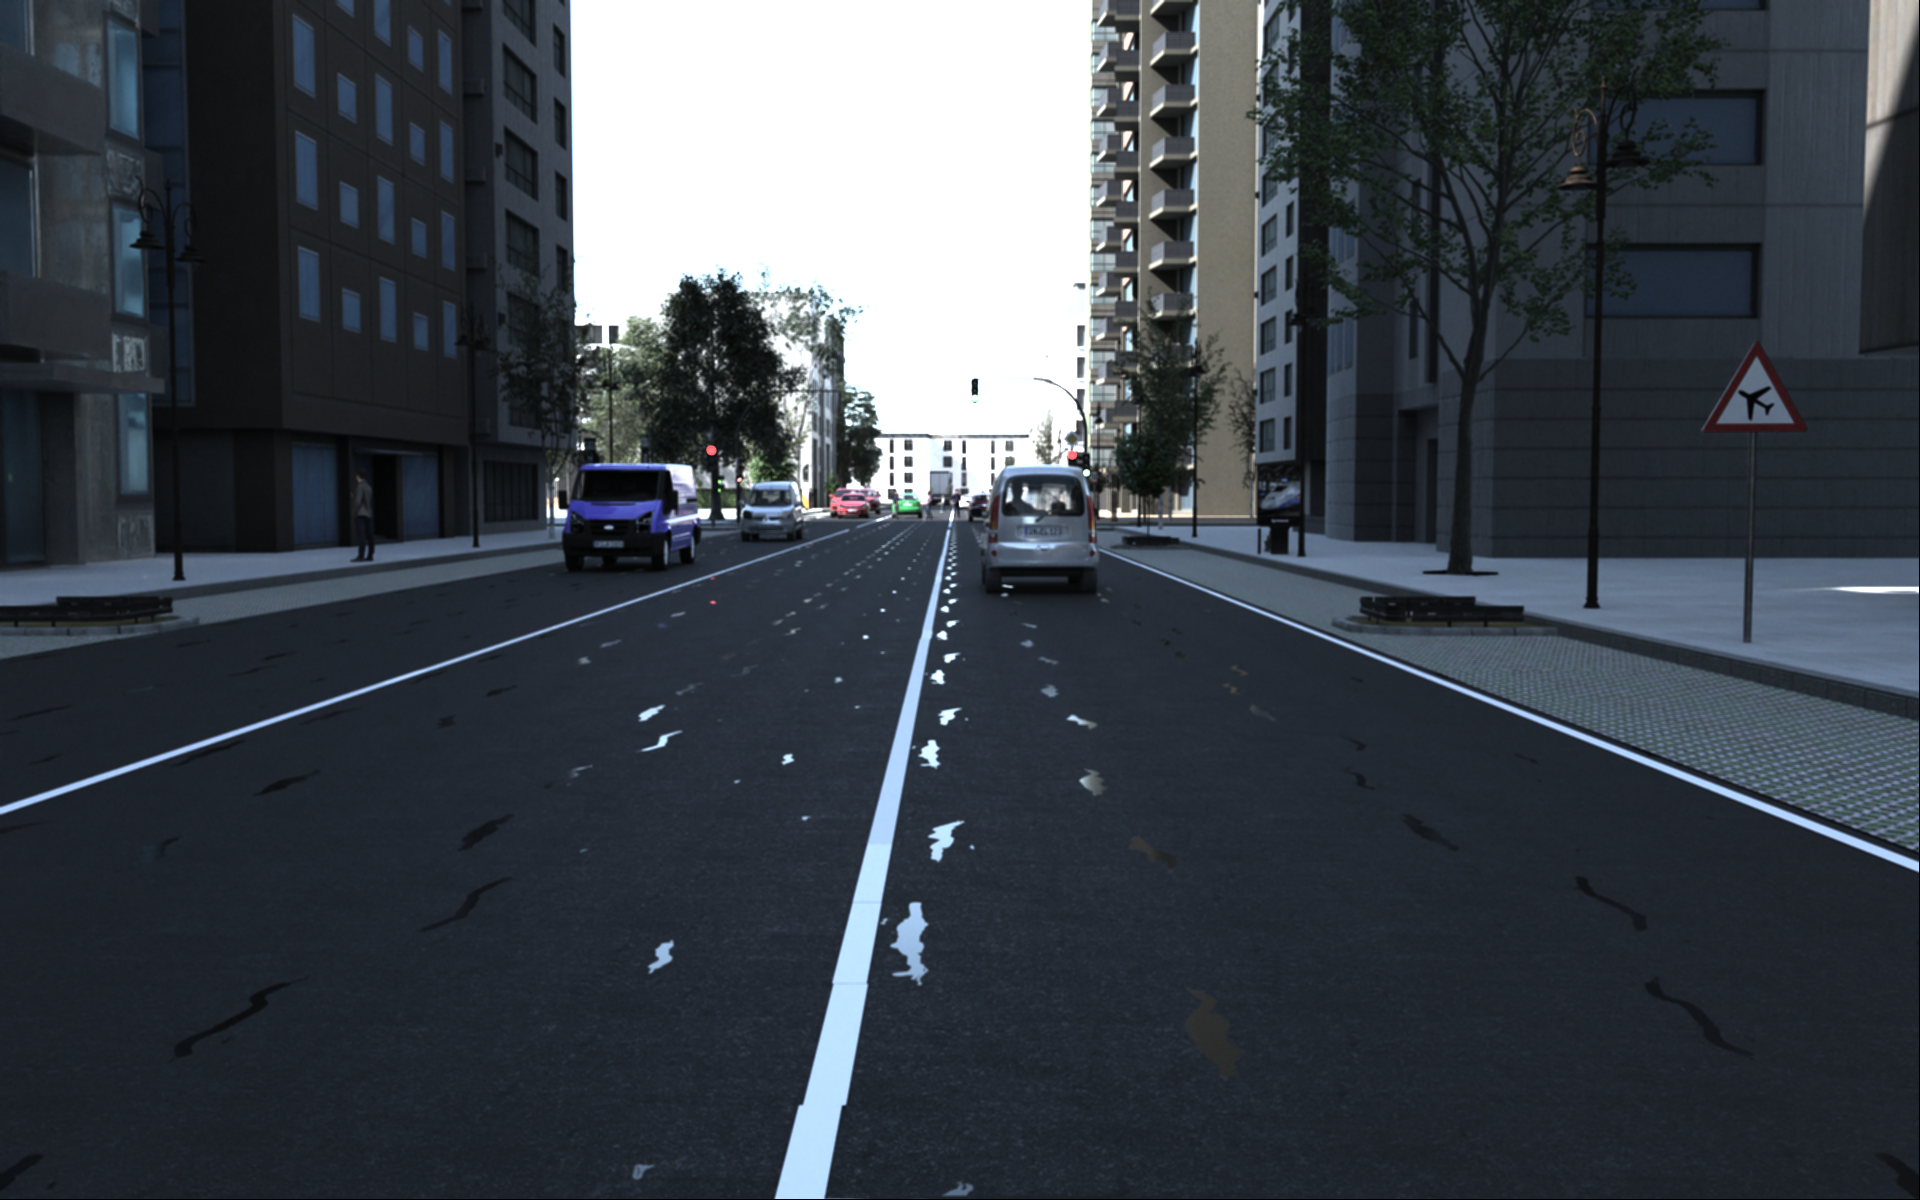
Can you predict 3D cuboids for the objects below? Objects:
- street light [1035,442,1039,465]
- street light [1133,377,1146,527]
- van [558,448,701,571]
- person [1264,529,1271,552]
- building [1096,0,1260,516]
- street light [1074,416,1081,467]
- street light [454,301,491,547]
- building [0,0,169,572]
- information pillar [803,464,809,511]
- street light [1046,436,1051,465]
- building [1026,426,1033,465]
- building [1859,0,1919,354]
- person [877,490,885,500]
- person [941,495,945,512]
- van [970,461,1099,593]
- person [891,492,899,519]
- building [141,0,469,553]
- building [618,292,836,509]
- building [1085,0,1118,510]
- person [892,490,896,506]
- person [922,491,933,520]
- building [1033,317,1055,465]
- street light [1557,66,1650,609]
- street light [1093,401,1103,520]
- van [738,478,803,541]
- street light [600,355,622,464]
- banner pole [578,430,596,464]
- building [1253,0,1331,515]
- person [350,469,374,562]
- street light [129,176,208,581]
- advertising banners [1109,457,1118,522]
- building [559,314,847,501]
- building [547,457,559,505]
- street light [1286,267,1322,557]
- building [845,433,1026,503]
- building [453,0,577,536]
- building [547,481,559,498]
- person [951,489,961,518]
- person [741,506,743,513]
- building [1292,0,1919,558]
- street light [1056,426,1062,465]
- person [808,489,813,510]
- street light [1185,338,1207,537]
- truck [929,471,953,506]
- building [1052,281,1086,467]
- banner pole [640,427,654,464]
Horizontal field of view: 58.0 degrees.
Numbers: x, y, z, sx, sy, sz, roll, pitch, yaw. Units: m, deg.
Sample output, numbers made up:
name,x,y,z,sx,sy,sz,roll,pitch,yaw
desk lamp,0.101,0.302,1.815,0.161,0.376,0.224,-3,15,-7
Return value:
name,x,y,z,sx,sy,sz,roll,pitch,yaw
street light,6.788,-10.873,150.563,0.468,5.910,1.993,0,3,0
street light,6.988,-5.788,67.419,0.468,5.910,1.993,0,3,0
van,-6.420,-1.817,34.098,2.240,2.365,5.245,0,4,0
person,6.932,-1.339,38.413,0.381,0.543,0.357,-1,4,-20
building,20.356,-27.959,111.757,22.147,44.769,28.867,0,3,0
street light,6.870,-7.913,102.162,0.468,5.910,1.993,0,3,0
street light,-11.699,-4.214,41.688,0.468,5.910,1.993,0,3,0
building,-25.708,-24.517,20.462,23.786,49.044,30.456,0,3,0
information pillar,-11.774,-8.618,132.261,0.504,3.616,0.183,2,4,31
street light,6.917,-9.895,134.567,0.468,5.910,1.993,0,3,0
building,13.476,-16.481,211.609,9.099,9.664,28.070,0,3,0
building,16.549,-20.231,14.380,14.154,41.232,14.086,0,3,0
person,-7.585,-9.340,161.226,0.705,1.821,1.348,3,5,45
person,-1.361,-7.601,136.687,0.340,1.345,0.435,1,4,15
van,1.170,-1.195,26.552,2.013,2.044,4.112,0,4,0
person,-3.731,-5.444,99.725,0.471,1.553,0.569,0,4,-1
building,-21.448,-24.032,43.033,14.600,45.320,14.200,0,3,0
building,-21.443,-18.394,167.203,16.747,18.905,31.486,0,3,0
building,17.155,-27.993,141.281,14.154,41.232,14.086,0,3,0
person,-4.891,-7.444,130.907,0.576,1.737,0.504,0,4,1
person,-1.793,-5.273,96.664,0.435,1.587,0.963,-2,4,-25
building,16.712,-19.252,181.235,16.747,18.905,31.486,0,3,0
street light,7.112,-2.846,19.315,0.468,5.910,1.993,0,3,0
street light,6.873,-6.924,85.997,0.468,5.910,1.993,0,3,0
van,-5.857,-2.884,54.162,2.013,2.044,4.112,0,4,0
street light,-11.649,-5.202,57.840,0.468,5.910,1.993,0,3,0
banner pole,-14.668,-4.767,67.965,0.863,3.779,0.401,0,4,-1
building,22.493,-19.110,84.142,14.107,30.474,14.160,0,3,0
person,-11.514,-1.618,33.035,0.750,1.759,0.617,2,4,26
street light,-11.620,-3.230,25.591,0.468,5.910,1.993,0,3,0
advertising banners,7.141,-5.178,80.845,0.090,3.025,2.074,0,4,-5
building,-30.728,-22.433,210.757,32.646,21.610,27.936,0,3,0
building,-53.022,-22.052,216.976,11.380,20.091,16.016,0,3,0
street light,7.023,-3.831,35.425,0.468,5.910,1.993,0,3,0
building,-4.402,-18.310,241.520,28.070,9.664,9.099,0,3,0
building,-20.911,-17.550,58.637,14.107,30.474,14.160,0,3,0
building,-66.962,-23.164,245.181,31.486,18.905,16.747,0,3,0
person,-0.173,-5.905,105.754,0.576,1.737,0.504,-2,4,-35
person,-14.834,-6.731,116.758,0.551,1.740,0.621,3,5,43
building,21.090,-30.877,46.834,21.231,58.520,28.212,0,3,0
street light,6.796,-8.916,118.569,0.468,5.910,1.993,0,3,0
person,-12.303,-8.285,142.421,0.541,1.710,0.530,-3,4,-38
street light,6.990,-4.809,51.422,0.468,5.910,1.993,0,3,0
truck,-2.428,-13.975,217.405,2.839,4.237,11.283,0,4,1
building,16.663,-18.556,159.804,16.016,20.091,11.380,0,3,0
banner pole,-11.538,-4.532,64.115,0.401,3.779,0.863,2,4,31
